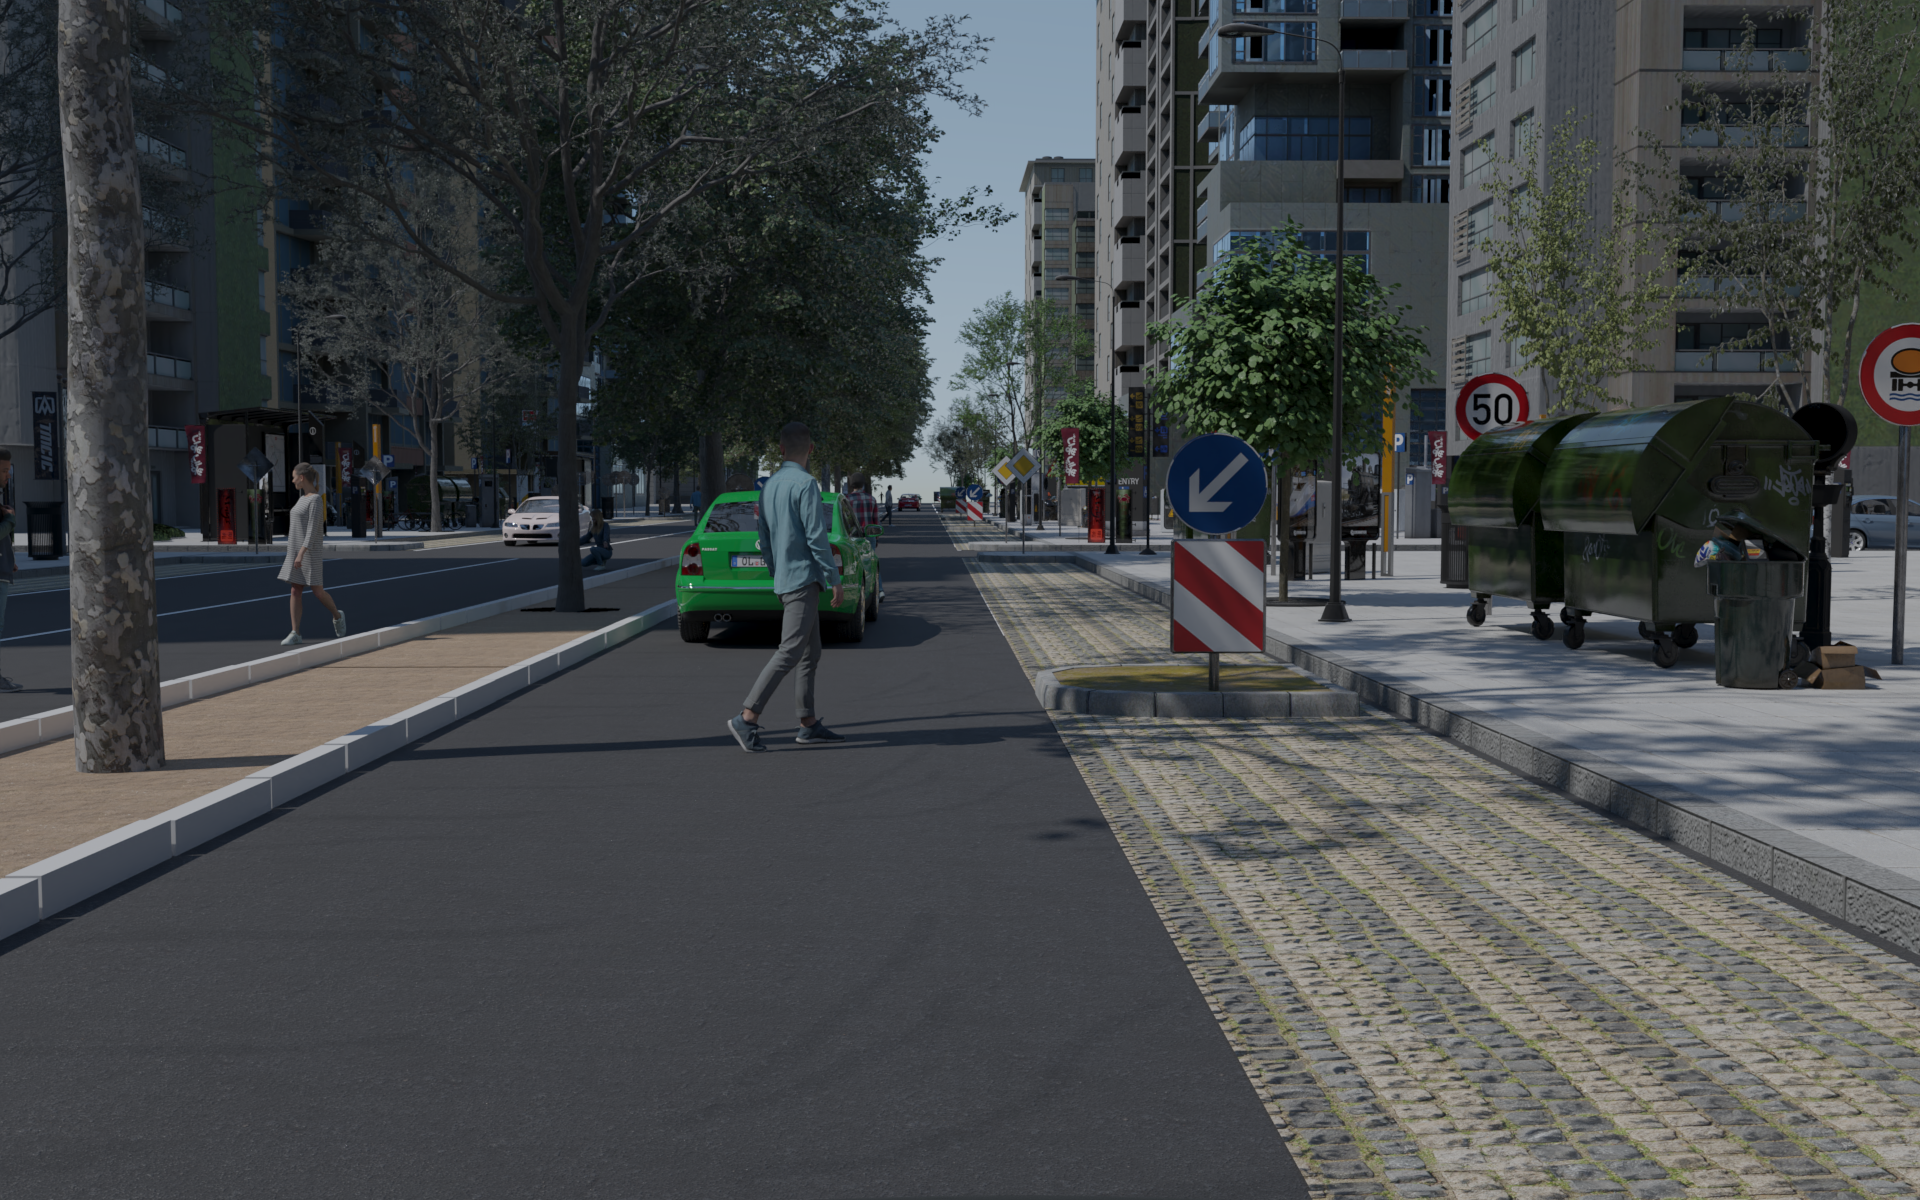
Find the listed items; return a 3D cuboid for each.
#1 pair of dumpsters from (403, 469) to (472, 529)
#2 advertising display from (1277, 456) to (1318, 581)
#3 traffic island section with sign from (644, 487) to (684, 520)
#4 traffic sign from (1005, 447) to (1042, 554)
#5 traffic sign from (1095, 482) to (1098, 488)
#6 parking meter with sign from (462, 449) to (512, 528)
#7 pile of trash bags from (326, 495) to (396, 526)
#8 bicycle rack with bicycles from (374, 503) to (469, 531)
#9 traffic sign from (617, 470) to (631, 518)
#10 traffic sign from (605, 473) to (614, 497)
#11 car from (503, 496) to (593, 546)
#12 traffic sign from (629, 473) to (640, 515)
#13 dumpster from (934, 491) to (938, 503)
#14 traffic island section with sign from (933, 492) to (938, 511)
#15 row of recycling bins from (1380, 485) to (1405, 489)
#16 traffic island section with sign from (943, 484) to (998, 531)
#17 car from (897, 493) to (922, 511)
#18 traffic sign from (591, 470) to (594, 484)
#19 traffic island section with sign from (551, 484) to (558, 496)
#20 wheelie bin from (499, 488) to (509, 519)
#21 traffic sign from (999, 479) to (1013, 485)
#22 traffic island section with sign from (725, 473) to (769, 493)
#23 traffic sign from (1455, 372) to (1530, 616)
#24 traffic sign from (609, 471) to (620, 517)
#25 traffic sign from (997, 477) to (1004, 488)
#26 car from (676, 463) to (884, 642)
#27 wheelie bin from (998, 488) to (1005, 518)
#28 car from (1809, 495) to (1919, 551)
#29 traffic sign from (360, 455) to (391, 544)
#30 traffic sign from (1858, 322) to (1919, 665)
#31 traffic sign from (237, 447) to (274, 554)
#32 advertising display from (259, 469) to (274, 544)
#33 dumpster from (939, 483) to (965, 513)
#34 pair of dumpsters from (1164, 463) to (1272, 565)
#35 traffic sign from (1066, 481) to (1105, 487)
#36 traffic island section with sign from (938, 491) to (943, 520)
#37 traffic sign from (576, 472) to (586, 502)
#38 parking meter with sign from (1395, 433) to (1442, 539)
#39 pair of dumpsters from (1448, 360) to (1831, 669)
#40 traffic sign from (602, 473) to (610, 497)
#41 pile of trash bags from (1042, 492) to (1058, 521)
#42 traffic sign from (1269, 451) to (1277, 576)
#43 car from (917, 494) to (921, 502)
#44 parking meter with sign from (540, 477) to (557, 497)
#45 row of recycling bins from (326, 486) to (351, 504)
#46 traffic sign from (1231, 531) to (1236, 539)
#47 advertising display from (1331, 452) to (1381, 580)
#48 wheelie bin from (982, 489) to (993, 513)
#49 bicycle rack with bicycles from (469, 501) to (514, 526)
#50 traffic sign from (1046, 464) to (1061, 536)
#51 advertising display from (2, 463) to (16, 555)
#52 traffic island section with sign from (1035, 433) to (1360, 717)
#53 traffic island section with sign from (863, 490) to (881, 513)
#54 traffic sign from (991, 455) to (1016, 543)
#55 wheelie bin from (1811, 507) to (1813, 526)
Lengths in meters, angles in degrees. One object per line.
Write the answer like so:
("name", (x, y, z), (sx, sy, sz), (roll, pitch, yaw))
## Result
("pair of dumpsters", (-20.000, -3.906, 66.364), (1.574, 2.255, 4.437), (0, 4, -1))
("advertising display", (4.988, -1.248, 25.612), (0.123, 1.923, 0.974), (3, 5, 40))
("traffic island section with sign", (-16.133, -5.251, 94.474), (1.989, 1.847, 2.006), (0, 4, -1))
("traffic sign", (1.361, -2.049, 37.148), (0.795, 2.450, 0.064), (0, 4, -1))
("traffic sign", (4.283, -3.324, 54.455), (0.768, 2.556, 0.104), (1, 4, 8))
("parking meter with sign", (-18.172, -4.310, 66.735), (1.738, 3.016, 0.543), (-2, 4, -31))
("pile of trash bags", (-24.167, -3.630, 69.110), (3.447, 1.369, 1.912), (0, 4, 7))
("bicycle rack with bicycles", (-19.062, -2.928, 61.258), (2.925, 0.926, 2.852), (-1, 4, -12))
("traffic sign", (-18.105, -5.705, 93.386), (0.768, 2.556, 0.104), (0, 4, 2))
("traffic sign", (-21.388, -6.496, 106.316), (0.768, 2.556, 0.104), (0, 4, 2))
("car", (-11.693, -2.262, 49.339), (2.083, 1.381, 4.827), (0, 4, -2))
("traffic sign", (-20.076, -6.507, 106.495), (0.768, 2.556, 0.104), (0, 4, 2))
("dumpster", (-3.312, -16.325, 275.132), (1.865, 1.857, 1.264), (0, 4, 1))
("traffic island section with sign", (-1.025, -8.284, 144.069), (1.989, 1.847, 2.006), (0, 4, -1))
("row of recycling bins", (19.224, -4.227, 76.218), (3.534, 1.692, 1.069), (1, 4, 23))
("traffic island section with sign", (0.454, -3.637, 68.099), (1.989, 1.847, 2.006), (0, 4, -1))
("car", (-4.238, -8.313, 144.953), (2.155, 1.783, 4.494), (0, 4, 1))
("traffic sign", (-19.563, -5.581, 91.349), (0.768, 2.556, 0.104), (0, 4, 4))
("traffic island section with sign", (-15.603, -3.587, 67.275), (1.989, 1.847, 2.006), (0, 4, -1))
("wheelie bin", (-23.325, -4.897, 87.976), (0.693, 1.594, 0.980), (0, 4, 2))
("traffic sign", (2.525, -5.778, 94.576), (0.768, 2.556, 0.104), (0, 4, 7))
("traffic island section with sign", (-4.963, -2.239, 44.750), (2.006, 1.907, 1.989), (0, 4, -1))
("traffic sign", (5.585, -1.109, 18.244), (0.768, 2.556, 0.104), (1, 4, 8))
("traffic sign", (-18.858, -5.803, 94.985), (0.768, 2.556, 0.104), (0, 4, 7))
("traffic sign", (2.391, -5.793, 94.820), (0.768, 2.556, 0.104), (0, 4, 0))
("car", (-1.808, -0.572, 18.150), (1.959, 1.807, 4.718), (0, 4, 1))
("wheelie bin", (2.521, -5.179, 92.590), (0.980, 1.594, 0.693), (-2, 4, -24))
("car", (21.826, -1.760, 40.773), (4.499, 1.417, 2.014), (0, 4, -1))
("traffic sign", (-15.136, -2.519, 44.835), (0.795, 2.450, 0.064), (0, 4, -1))
("traffic sign", (7.063, -0.787, 12.974), (0.768, 2.556, 0.104), (0, 4, 0))
("traffic sign", (-14.980, -2.031, 36.852), (0.795, 2.450, 0.064), (0, 4, -1))
("advertising display", (-17.795, -2.399, 44.430), (0.123, 1.923, 0.974), (-2, 4, -35))
("dumpster", (-0.598, -7.825, 132.884), (1.985, 2.255, 1.502), (0, 4, -2))
("pair of dumpsters", (4.990, -1.885, 33.313), (1.574, 2.255, 4.437), (0, 4, -1))
("traffic sign", (4.664, -3.907, 57.759), (2.265, 3.308, 0.079), (0, 4, 8))
("traffic island section with sign", (-0.065, -5.286, 95.049), (1.989, 1.847, 2.006), (0, 4, -1))
("traffic sign", (-17.543, -4.759, 79.936), (0.606, 2.300, 0.079), (0, 4, 2))
("parking meter with sign", (13.226, -3.280, 49.882), (1.738, 3.016, 0.543), (-2, 4, -31))
("pair of dumpsters", (5.564, -0.746, 14.691), (1.574, 2.255, 4.437), (0, 4, -1))
("traffic sign", (-21.671, -6.515, 106.631), (0.768, 2.556, 0.104), (0, 4, 2))
("pile of trash bags", (4.709, -4.579, 84.623), (1.912, 1.369, 3.447), (-1, 4, -20))
("traffic sign", (4.929, -1.655, 27.168), (0.768, 2.556, 0.104), (0, 4, 1))
("car", (-7.136, -16.453, 277.796), (1.959, 1.807, 4.718), (0, 4, -3))
("parking meter with sign", (-18.611, -5.019, 78.317), (1.738, 3.016, 0.543), (-1, 4, -11))
("row of recycling bins", (-28.287, -4.184, 75.526), (3.534, 1.692, 1.069), (-1, 4, -15))
("traffic sign", (4.329, -1.667, 27.366), (0.768, 2.556, 0.104), (0, 4, 7))
("advertising display", (5.906, -1.262, 25.843), (0.974, 1.923, 0.123), (-3, 4, -37))
("wheelie bin", (1.736, -6.672, 116.993), (0.980, 1.594, 0.693), (0, 4, 6))
("bicycle rack with bicycles", (-19.354, -3.492, 70.483), (2.852, 0.926, 2.925), (-2, 4, -24))
("traffic sign", (3.044, -3.220, 52.649), (0.884, 2.594, 0.081), (0, 4, 5))
("advertising display", (-19.987, -1.908, 36.411), (0.123, 1.923, 0.974), (-1, 4, -22))
("traffic island section with sign", (1.543, -0.205, 11.984), (1.989, 1.847, 2.006), (0, 4, -1))
("traffic island section with sign", (-6.433, -6.834, 119.874), (2.006, 1.907, 1.989), (0, 4, -1))
("traffic sign", (1.206, -2.538, 45.131), (0.795, 2.450, 0.064), (0, 4, -1))
("wheelie bin", (36.100, -3.963, 72.697), (0.693, 1.594, 0.980), (3, 5, 43))
